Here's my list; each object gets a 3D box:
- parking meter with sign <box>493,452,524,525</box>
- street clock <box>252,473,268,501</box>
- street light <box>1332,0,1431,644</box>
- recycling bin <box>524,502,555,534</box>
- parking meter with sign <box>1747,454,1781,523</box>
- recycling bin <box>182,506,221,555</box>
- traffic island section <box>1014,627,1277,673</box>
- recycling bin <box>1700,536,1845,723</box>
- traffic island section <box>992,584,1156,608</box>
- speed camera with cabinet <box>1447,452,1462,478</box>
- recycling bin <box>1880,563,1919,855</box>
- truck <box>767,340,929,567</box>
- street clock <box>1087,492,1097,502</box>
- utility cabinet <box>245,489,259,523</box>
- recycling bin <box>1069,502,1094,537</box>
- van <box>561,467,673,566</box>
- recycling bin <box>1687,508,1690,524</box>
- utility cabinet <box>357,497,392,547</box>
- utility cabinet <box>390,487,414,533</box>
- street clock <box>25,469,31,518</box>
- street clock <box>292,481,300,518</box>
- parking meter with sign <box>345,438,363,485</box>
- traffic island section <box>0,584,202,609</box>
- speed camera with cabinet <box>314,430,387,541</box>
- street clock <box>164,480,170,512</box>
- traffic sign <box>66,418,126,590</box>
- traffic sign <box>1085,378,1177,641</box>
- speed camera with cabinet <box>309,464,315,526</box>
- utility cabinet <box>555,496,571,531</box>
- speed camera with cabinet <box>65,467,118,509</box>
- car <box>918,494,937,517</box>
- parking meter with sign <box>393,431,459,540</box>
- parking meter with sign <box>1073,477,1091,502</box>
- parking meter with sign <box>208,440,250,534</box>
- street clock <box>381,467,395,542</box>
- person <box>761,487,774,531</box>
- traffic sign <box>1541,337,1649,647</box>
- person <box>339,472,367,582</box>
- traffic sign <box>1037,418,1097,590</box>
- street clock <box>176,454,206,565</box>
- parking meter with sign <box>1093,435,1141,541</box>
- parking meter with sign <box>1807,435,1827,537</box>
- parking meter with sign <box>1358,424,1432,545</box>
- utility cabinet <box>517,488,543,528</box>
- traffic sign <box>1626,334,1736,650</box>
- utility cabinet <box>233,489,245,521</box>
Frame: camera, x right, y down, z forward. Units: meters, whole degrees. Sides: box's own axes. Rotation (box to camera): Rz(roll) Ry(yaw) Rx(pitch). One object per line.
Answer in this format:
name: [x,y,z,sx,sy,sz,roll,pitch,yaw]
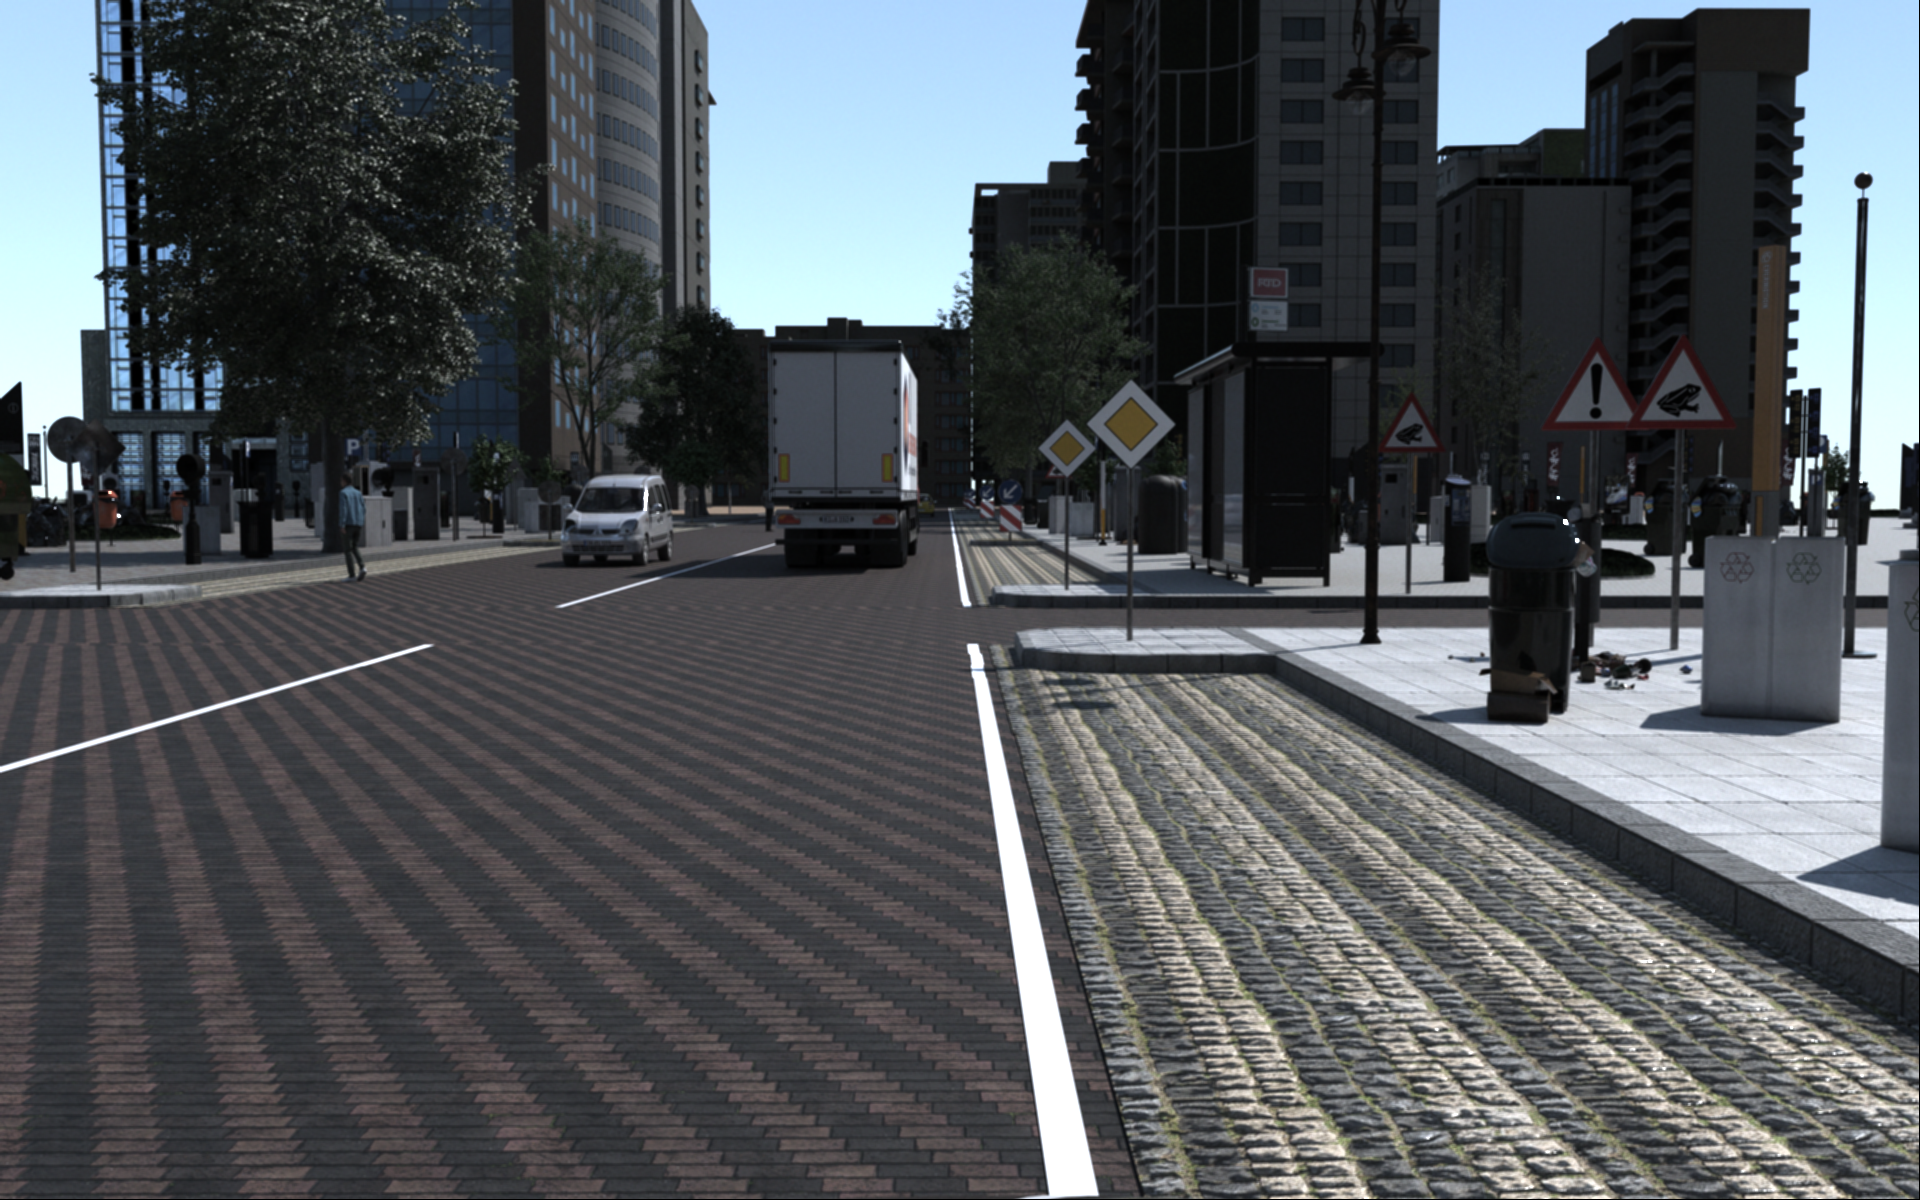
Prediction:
parking meter with sign: [-18.712,-4.686,72.872,1.738,3.016,0.543,-3,5,-44]
street clock: [-27.384,-3.862,67.707,0.471,2.002,0.358,-2,4,-29]
street light: [3.534,-2.565,14.726,0.468,5.910,1.993,0,4,0]
recycling bin: [-13.743,-2.697,56.647,0.722,1.027,0.722,3,5,39]
parking meter with sign: [35.154,-4.869,75.875,0.543,3.016,1.738,-1,4,-8]
recycling bin: [-16.083,-1.479,36.730,0.722,1.027,0.722,-2,4,-24]
traffic island section: [1.507,0.434,15.188,2.009,0.180,2.903,0,4,0]
recycling bin: [4.759,0.148,10.133,0.722,1.027,0.722,2,4,27]
traffic island section: [1.447,-0.055,23.173,2.009,0.180,2.903,0,4,0]
speed camera with cabinet: [22.879,-5.262,80.362,0.660,3.252,2.038,2,4,23]
recycling bin: [3.818,0.392,6.140,0.722,1.027,0.722,-2,4,-28]
truck: [-2.215,-2.951,37.171,2.839,4.237,11.283,0,4,1]
street clock: [4.299,-3.167,56.350,0.358,2.002,0.471,-3,4,-37]
utility cabinet: [-29.420,-3.880,72.114,0.318,1.500,1.173,-2,4,-29]
recycling bin: [3.659,-2.443,52.502,0.722,1.027,0.722,-1,4,-8]
van: [-7.059,-1.765,35.863,2.013,2.044,4.112,0,4,1]
recycling bin: [22.453,-2.427,52.240,0.722,1.027,0.722,0,4,-6]
utility cabinet: [-14.235,-1.892,42.089,0.306,1.237,1.020,1,4,20]
utility cabinet: [-18.336,-2.904,56.165,1.173,1.500,0.318,1,4,13]
street clock: [-27.337,-2.812,50.548,0.358,2.002,0.471,0,3,0]
street clock: [-36.235,-5.506,94.600,0.358,2.002,0.471,0,4,4]
parking meter with sign: [-18.899,-3.487,53.278,0.543,3.016,1.738,0,4,0]
traffic island section: [-11.494,-0.049,23.080,2.009,0.180,2.903,0,4,0]
speed camera with cabinet: [-16.782,-3.279,47.952,0.660,3.252,2.038,2,4,25]
street clock: [-40.454,-5.126,88.377,0.358,2.002,0.471,-1,4,-14]
traffic sign: [-11.471,-1.185,23.019,0.795,2.450,0.064,0,4,0]
traffic sign: [1.484,-0.701,15.111,0.795,2.450,0.064,0,4,0]
speed camera with cabinet: [-18.763,-3.468,51.030,0.660,3.252,2.038,-1,4,-15]
utility cabinet: [-14.050,-3.046,60.960,0.306,1.237,1.020,-3,4,-38]
speed camera with cabinet: [-37.992,-4.982,75.788,2.038,3.252,0.660,-2,4,-35]
car: [-2.469,-6.086,109.724,2.015,1.641,3.980,0,4,0]
parking meter with sign: [-14.883,-3.181,48.270,1.738,3.016,0.543,-1,4,-12]
parking meter with sign: [4.602,-3.736,57.341,1.738,3.016,0.543,0,4,0]
parking meter with sign: [-24.028,-3.671,56.288,1.738,3.016,0.543,-1,4,-9]
street clock: [-15.322,-2.559,46.411,0.358,2.002,0.471,0,4,-2]
person: [-7.316,-3.541,66.579,0.592,1.802,0.473,3,5,41]
traffic sign: [5.290,-0.885,14.478,0.884,2.594,0.081,0,4,5]
person: [-9.887,-1.182,28.173,0.444,1.785,0.601,2,4,32]
traffic sign: [1.423,-1.190,23.096,0.795,2.450,0.064,0,4,0]
street clock: [-13.965,-1.647,31.499,0.471,2.002,0.358,1,4,17]
parking meter with sign: [4.556,-3.103,46.997,1.738,3.016,0.543,0,4,-6]
parking meter with sign: [25.663,-3.399,51.834,0.543,3.016,1.738,2,4,30]
parking meter with sign: [10.938,-2.893,43.569,1.738,3.016,0.543,1,4,21]
utility cabinet: [-15.933,-3.398,64.243,1.173,1.500,0.318,3,4,37]
traffic sign: [5.893,-0.869,14.217,0.884,2.594,0.081,0,4,3]
utility cabinet: [-33.075,-4.355,79.880,1.173,1.500,0.318,3,4,38]
